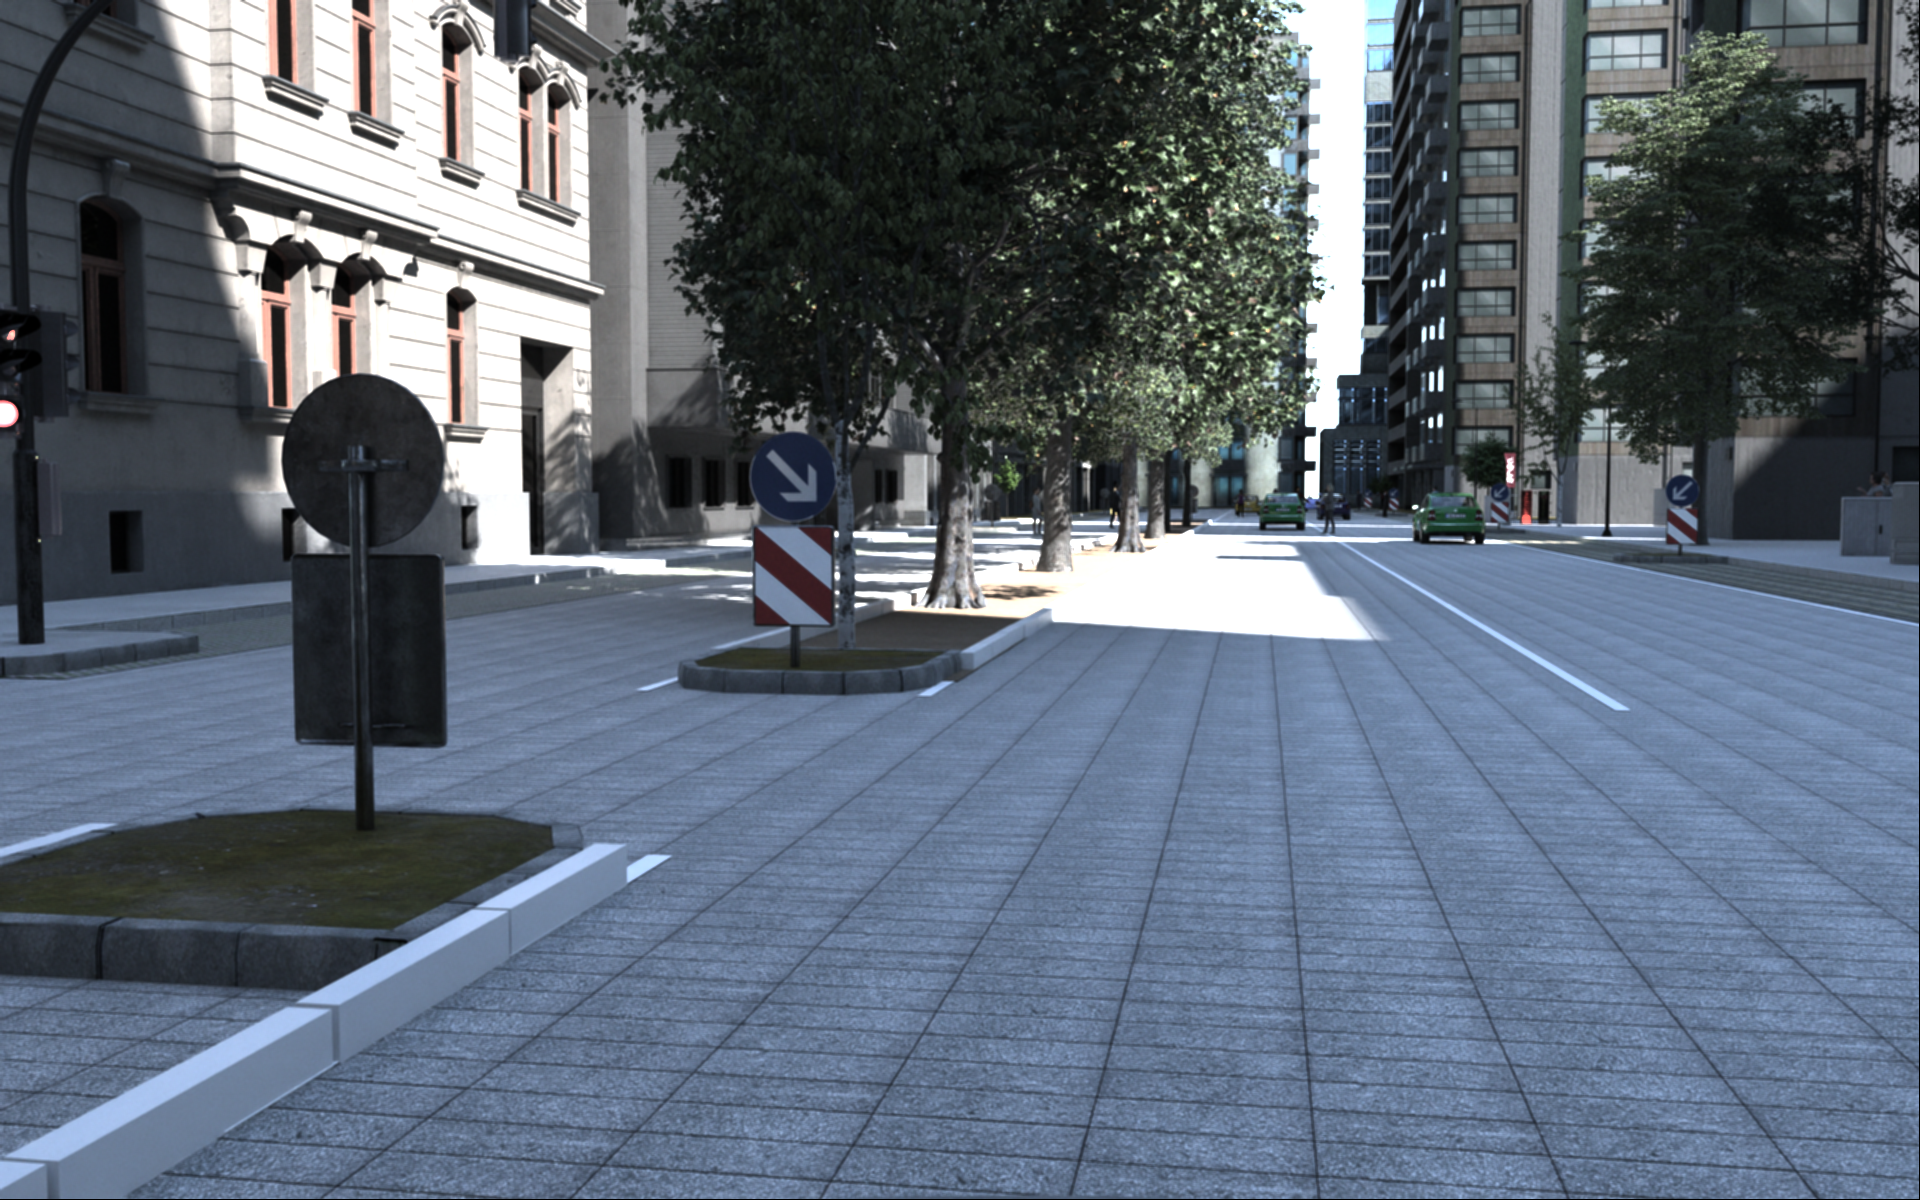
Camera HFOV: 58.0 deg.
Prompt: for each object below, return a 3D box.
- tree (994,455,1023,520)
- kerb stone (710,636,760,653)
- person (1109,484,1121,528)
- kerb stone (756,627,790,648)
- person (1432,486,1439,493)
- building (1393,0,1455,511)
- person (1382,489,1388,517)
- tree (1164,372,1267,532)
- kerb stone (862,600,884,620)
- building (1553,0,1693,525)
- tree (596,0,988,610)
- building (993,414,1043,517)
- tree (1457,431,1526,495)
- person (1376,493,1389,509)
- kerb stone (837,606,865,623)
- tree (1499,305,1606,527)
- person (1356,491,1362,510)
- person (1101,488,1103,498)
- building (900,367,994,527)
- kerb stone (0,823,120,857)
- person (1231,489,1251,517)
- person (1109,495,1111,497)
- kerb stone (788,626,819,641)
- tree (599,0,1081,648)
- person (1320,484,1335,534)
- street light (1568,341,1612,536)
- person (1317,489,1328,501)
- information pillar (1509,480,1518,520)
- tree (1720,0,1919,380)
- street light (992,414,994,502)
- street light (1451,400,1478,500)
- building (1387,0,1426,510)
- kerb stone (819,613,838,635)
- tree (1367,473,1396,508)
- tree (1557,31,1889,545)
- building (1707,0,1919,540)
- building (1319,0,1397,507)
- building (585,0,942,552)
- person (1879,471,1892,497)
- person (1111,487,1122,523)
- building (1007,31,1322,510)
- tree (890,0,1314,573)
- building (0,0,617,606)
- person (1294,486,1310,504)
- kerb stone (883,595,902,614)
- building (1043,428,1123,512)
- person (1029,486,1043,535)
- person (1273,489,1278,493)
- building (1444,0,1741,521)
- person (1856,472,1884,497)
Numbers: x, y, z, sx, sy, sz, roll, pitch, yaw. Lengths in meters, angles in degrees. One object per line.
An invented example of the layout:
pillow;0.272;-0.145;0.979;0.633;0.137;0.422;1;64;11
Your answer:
tree;2.233;-5.634;86.719;1.663;3.219;1.824;0;3;0
kerb stone;-1.937;0.448;14.875;0.120;0.150;1.000;1;4;10
person;6.593;-3.917;72.323;0.755;1.850;0.659;2;4;30
kerb stone;-1.757;0.386;15.881;0.120;0.150;1.000;1;4;10
person;21.726;-4.311;79.005;0.660;1.820;0.620;-3;4;-36
building;43.571;-30.693;121.445;23.786;49.044;30.456;1;4;10
person;26.408;-5.988;107.204;0.445;1.727;0.742;-1;4;-8
tree;9.848;-8.929;74.202;9.928;11.665;9.643;0;3;0
kerb stone;-1.066;0.139;19.917;0.120;0.150;1.000;1;4;10
building;33.719;-24.017;76.266;14.154;41.232;14.086;1;4;10
tree;-0.051;-6.247;21.599;9.611;12.733;9.660;0;3;0
building;-6.300;-29.716;105.468;23.786;49.044;30.456;1;4;10
tree;27.467;-6.480;89.664;4.285;4.588;4.351;0;3;0
person;36.712;-8.835;150.435;1.348;1.831;0.705;-1;4;-20
kerb stone;-1.240;0.201;18.910;0.120;0.150;1.000;1;4;10
tree;23.268;-7.148;67.232;4.737;8.622;4.395;0;3;0
person;33.041;-8.197;143.437;0.541;1.710;0.530;-2;4;-27
person;11.806;-8.339;142.394;0.705;1.823;1.348;-1;4;-14
building;-4.468;-13.927;76.860;9.793;20.994;18.267;1;4;10
kerb stone;-3.417;0.975;6.269;0.120;0.150;1.000;1;4;10
person;17.255;-5.940;106.308;1.217;1.739;0.721;0;4;1
person;12.141;-8.397;144.053;1.217;1.735;0.721;-3;4;-37
kerb stone;-1.588;0.325;16.890;0.120;0.150;1.000;1;4;10
tree;-0.981;-3.773;14.503;4.737;8.622;4.395;0;3;0
person;13.208;-3.271;62.158;0.526;1.800;0.537;0;4;7
street light;19.094;-4.888;52.459;1.470;5.913;1.316;1;4;10
person;27.820;-7.538;131.837;1.350;1.814;0.705;-1;4;-20
information pillar;27.122;-4.919;84.922;0.304;2.012;0.304;-3;5;-41
tree;16.369;-5.674;27.186;8.767;10.594;7.601;2;4;30
street light;2.061;-6.635;81.019;1.470;5.913;1.316;1;4;10
street light;24.872;-6.899;85.345;1.470;5.913;1.316;1;4;10
building;48.227;-32.007;147.021;21.300;48.544;21.600;1;4;10
kerb stone;-1.416;0.265;17.897;0.120;0.150;1.000;1;4;10
tree;35.700;-9.254;145.901;1.663;3.219;1.824;0;3;0
tree;18.603;-7.617;42.673;7.486;12.596;7.792;0;3;0
building;29.688;-17.209;53.070;14.160;30.474;14.107;1;4;10
building;52.521;-52.708;174.444;31.000;86.520;22.319;1;4;10
building;-10.117;-14.323;53.247;14.314;24.678;30.058;1;4;10
person;21.056;-2.025;39.333;0.592;1.802;0.473;-1;4;-14
person;8.231;-4.816;87.452;1.509;1.804;0.699;-2;4;-24
building;22.062;-34.399;182.036;30.456;49.044;23.786;1;4;10
tree;1.746;-7.476;31.343;9.857;13.997;8.962;0;3;0
building;-15.868;-14.653;26.968;14.401;28.519;23.554;1;4;10
person;17.300;-4.903;88.628;1.348;1.831;0.705;-1;4;-21
kerb stone;-0.888;0.080;20.928;0.120;0.150;1.000;1;4;10
building;3.946;-43.847;155.157;20.611;71.187;20.563;1;4;10
person;2.654;-3.095;60.111;0.522;1.701;0.512;0;4;7
person;18.225;-5.552;99.950;0.551;1.740;0.621;-1;4;-9
building;35.325;-20.102;100.363;14.160;30.474;14.107;1;4;10
person;20.268;-1.971;38.630;0.532;1.782;0.716;1;4;11
